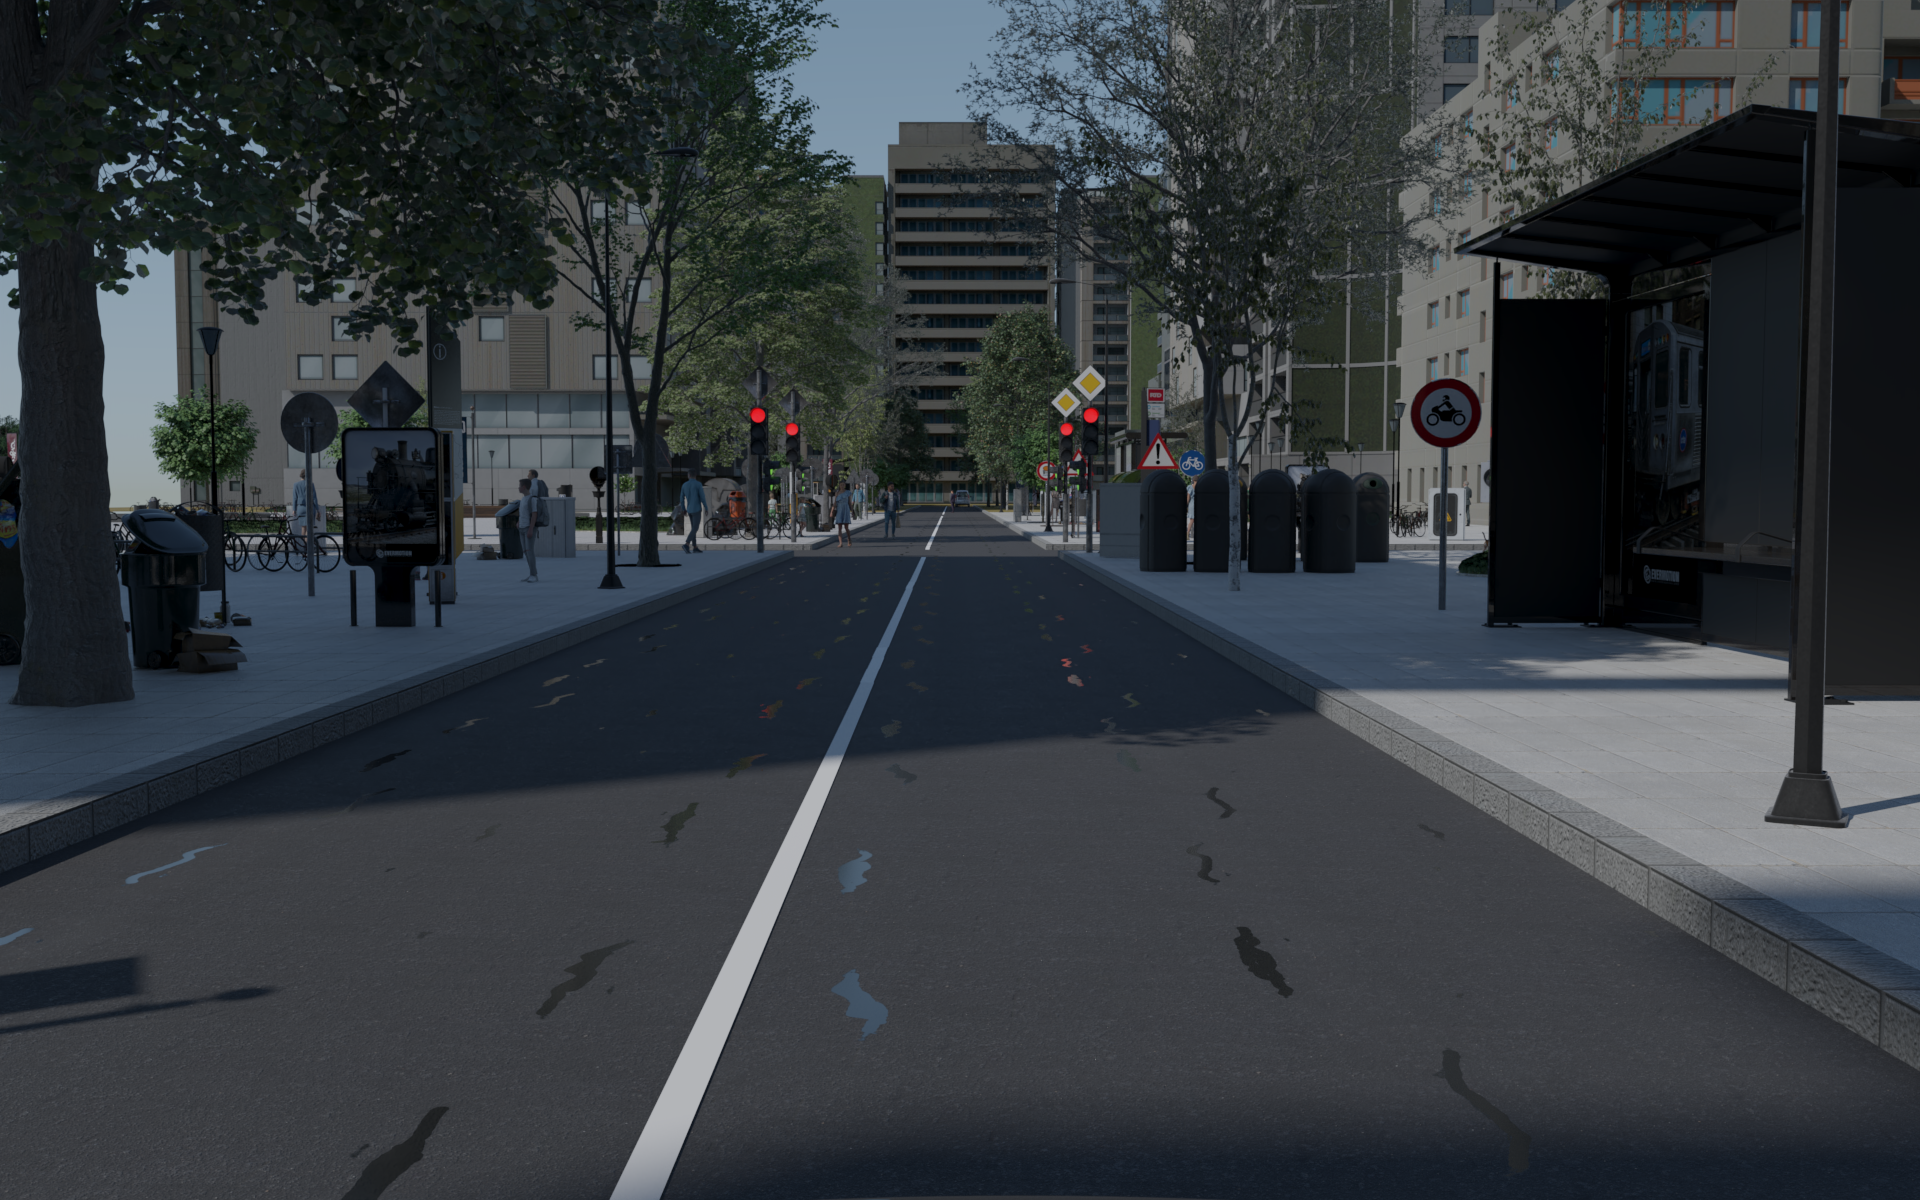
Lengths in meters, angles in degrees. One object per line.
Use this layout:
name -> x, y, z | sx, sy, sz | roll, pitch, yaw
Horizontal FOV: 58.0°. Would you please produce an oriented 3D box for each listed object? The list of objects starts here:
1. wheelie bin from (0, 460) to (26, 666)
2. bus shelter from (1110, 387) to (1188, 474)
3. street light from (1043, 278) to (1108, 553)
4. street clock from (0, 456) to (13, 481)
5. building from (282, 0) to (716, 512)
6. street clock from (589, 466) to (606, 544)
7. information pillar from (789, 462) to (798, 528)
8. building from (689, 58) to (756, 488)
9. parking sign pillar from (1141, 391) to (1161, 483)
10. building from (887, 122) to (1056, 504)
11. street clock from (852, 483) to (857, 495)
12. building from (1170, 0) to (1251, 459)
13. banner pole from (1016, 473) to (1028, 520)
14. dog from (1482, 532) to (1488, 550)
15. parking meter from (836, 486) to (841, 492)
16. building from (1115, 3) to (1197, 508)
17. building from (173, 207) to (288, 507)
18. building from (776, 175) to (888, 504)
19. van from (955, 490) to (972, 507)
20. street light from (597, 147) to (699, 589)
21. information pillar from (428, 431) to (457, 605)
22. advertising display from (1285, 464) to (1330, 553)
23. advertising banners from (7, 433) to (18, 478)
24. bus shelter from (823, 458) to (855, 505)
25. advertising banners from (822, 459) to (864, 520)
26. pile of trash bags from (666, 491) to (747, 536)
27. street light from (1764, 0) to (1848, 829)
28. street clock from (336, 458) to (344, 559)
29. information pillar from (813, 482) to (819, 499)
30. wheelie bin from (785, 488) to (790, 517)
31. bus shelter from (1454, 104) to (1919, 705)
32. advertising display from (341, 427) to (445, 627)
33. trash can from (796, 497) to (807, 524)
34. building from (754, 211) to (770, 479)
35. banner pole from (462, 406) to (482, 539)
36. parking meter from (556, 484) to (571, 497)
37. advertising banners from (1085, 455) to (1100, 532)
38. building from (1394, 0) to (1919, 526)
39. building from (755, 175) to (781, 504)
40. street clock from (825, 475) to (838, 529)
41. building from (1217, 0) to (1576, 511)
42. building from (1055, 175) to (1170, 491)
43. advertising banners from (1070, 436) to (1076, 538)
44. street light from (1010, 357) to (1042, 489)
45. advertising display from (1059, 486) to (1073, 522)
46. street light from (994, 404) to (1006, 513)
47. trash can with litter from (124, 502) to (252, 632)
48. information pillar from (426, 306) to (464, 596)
wheelie bin -> -7.137, -0.327, 13.259 | 0.693, 1.594, 0.980 | -2, 4, -28
bus shelter -> 6.662, -5.213, 62.871 | 2.179, 5.291, 8.768 | 0, 4, 0
street light -> 2.623, -3.969, 37.439 | 1.470, 5.913, 1.316 | 0, 4, 0
street clock -> -18.395, -1.759, 33.331 | 0.358, 2.002, 0.471 | 0, 4, -7
building -> -34.370, -33.340, 134.350 | 28.713, 52.752, 27.495 | 0, 4, 0
street clock -> -9.367, -2.468, 44.930 | 0.471, 2.002, 0.358 | -1, 4, -12
information pillar -> -6.209, -4.479, 64.588 | 0.183, 3.616, 0.504 | -2, 4, -32
building -> -26.184, -28.907, 156.229 | 14.154, 41.232, 14.086 | 0, 4, 0
parking sign pillar -> 5.024, -3.506, 45.793 | 1.447, 3.967, 1.447 | 1, 4, 9
building -> 1.413, -37.007, 228.758 | 21.600, 48.544, 21.300 | 0, 4, 0
street clock -> -6.271, -6.025, 103.079 | 0.358, 2.002, 0.471 | -1, 4, -22
building -> 31.732, -33.509, 137.118 | 28.713, 52.752, 27.495 | 0, 4, 0
banner pole -> 3.082, -5.772, 84.381 | 0.863, 3.779, 0.401 | -2, 4, -25
dog -> 11.079, -1.176, 36.053 | 0.406, 0.507, 0.540 | 1, 4, 18
parking meter -> -7.374, -6.127, 105.881 | 0.255, 1.863, 0.399 | -2, 4, -30
building -> 27.625, -52.162, 165.515 | 22.319, 86.520, 31.000 | 0, 4, 0
building -> -69.616, -24.717, 175.818 | 14.107, 30.474, 14.160 | 0, 4, 0
building -> -16.410, -33.080, 224.453 | 14.086, 41.232, 14.154 | 0, 4, 0
van -> 0.271, -11.201, 190.153 | 2.013, 2.044, 4.112 | 0, 4, 1
street light -> -4.196, -3.108, 23.351 | 1.470, 5.913, 1.316 | 0, 4, 0
information pillar -> -6.042, -0.959, 20.173 | 0.304, 2.012, 0.304 | -1, 4, -14
advertising display -> 7.518, -1.977, 37.538 | 0.974, 1.923, 0.123 | 0, 4, -7
advertising banners -> -26.511, -3.247, 49.280 | 2.074, 3.025, 0.090 | 2, 4, 33
bus shelter -> -7.953, -7.550, 114.727 | 1.731, 3.624, 6.357 | 0, 3, 0
advertising banners -> -5.768, -5.447, 85.246 | 2.074, 3.025, 0.090 | 1, 4, 12
pile of trash bags -> -7.552, -2.663, 53.290 | 1.912, 1.369, 3.447 | -3, 4, -39
street light -> 2.792, -2.086, 6.644 | 1.470, 5.913, 1.316 | 0, 4, 0
street clock -> -12.160, -1.825, 34.413 | 0.471, 2.002, 0.358 | 3, 5, 40
information pillar -> -9.043, -6.375, 108.727 | 0.304, 2.012, 0.304 | 1, 4, 10
wheelie bin -> -9.583, -5.420, 96.522 | 0.980, 1.594, 0.693 | 2, 4, 29
bus shelter -> 5.601, -1.364, 13.586 | 1.731, 3.624, 6.357 | 0, 4, 0
advertising display -> -5.467, -0.704, 16.721 | 0.974, 1.923, 0.123 | 0, 4, 6
trash can -> -6.834, -3.863, 74.821 | 0.748, 1.137, 0.748 | 0, 3, 0
building -> -26.640, -24.716, 175.806 | 14.107, 30.474, 14.160 | 0, 4, 0
banner pole -> -14.066, -3.621, 49.226 | 0.863, 3.779, 0.401 | -1, 4, -18
parking meter -> -10.280, -2.236, 44.971 | 0.372, 1.533, 0.369 | 0, 3, 0
advertising banners -> 4.741, -3.796, 58.246 | 0.090, 3.025, 2.074 | 3, 4, 37
building -> 35.920, -13.822, 71.037 | 28.899, 21.520, 27.650 | 0, 4, 0
building -> -37.904, -35.093, 228.389 | 28.867, 44.769, 22.147 | 0, 4, 0
street clock -> -4.765, -3.656, 64.343 | 0.358, 2.002, 0.471 | 3, 4, 37
building -> 28.159, -41.050, 109.423 | 20.563, 71.187, 20.611 | 0, 4, 0
building -> 19.719, -33.079, 224.438 | 14.086, 41.232, 14.154 | 0, 4, 0
advertising banners -> 3.363, -3.358, 51.094 | 0.090, 3.025, 2.074 | 0, 4, 7
street light -> 2.484, -5.285, 58.949 | 1.470, 5.913, 1.316 | 0, 4, 0
advertising display -> 4.854, -4.618, 80.711 | 0.974, 1.923, 0.123 | 3, 4, 39
street light -> 2.431, -7.146, 89.376 | 1.470, 5.913, 1.316 | 0, 4, 0
trash can with litter -> -7.739, -0.336, 16.559 | 2.233, 1.210, 1.678 | -3, 5, -44
information pillar -> -6.487, -1.862, 21.804 | 0.183, 3.616, 0.504 | 2, 4, 33
